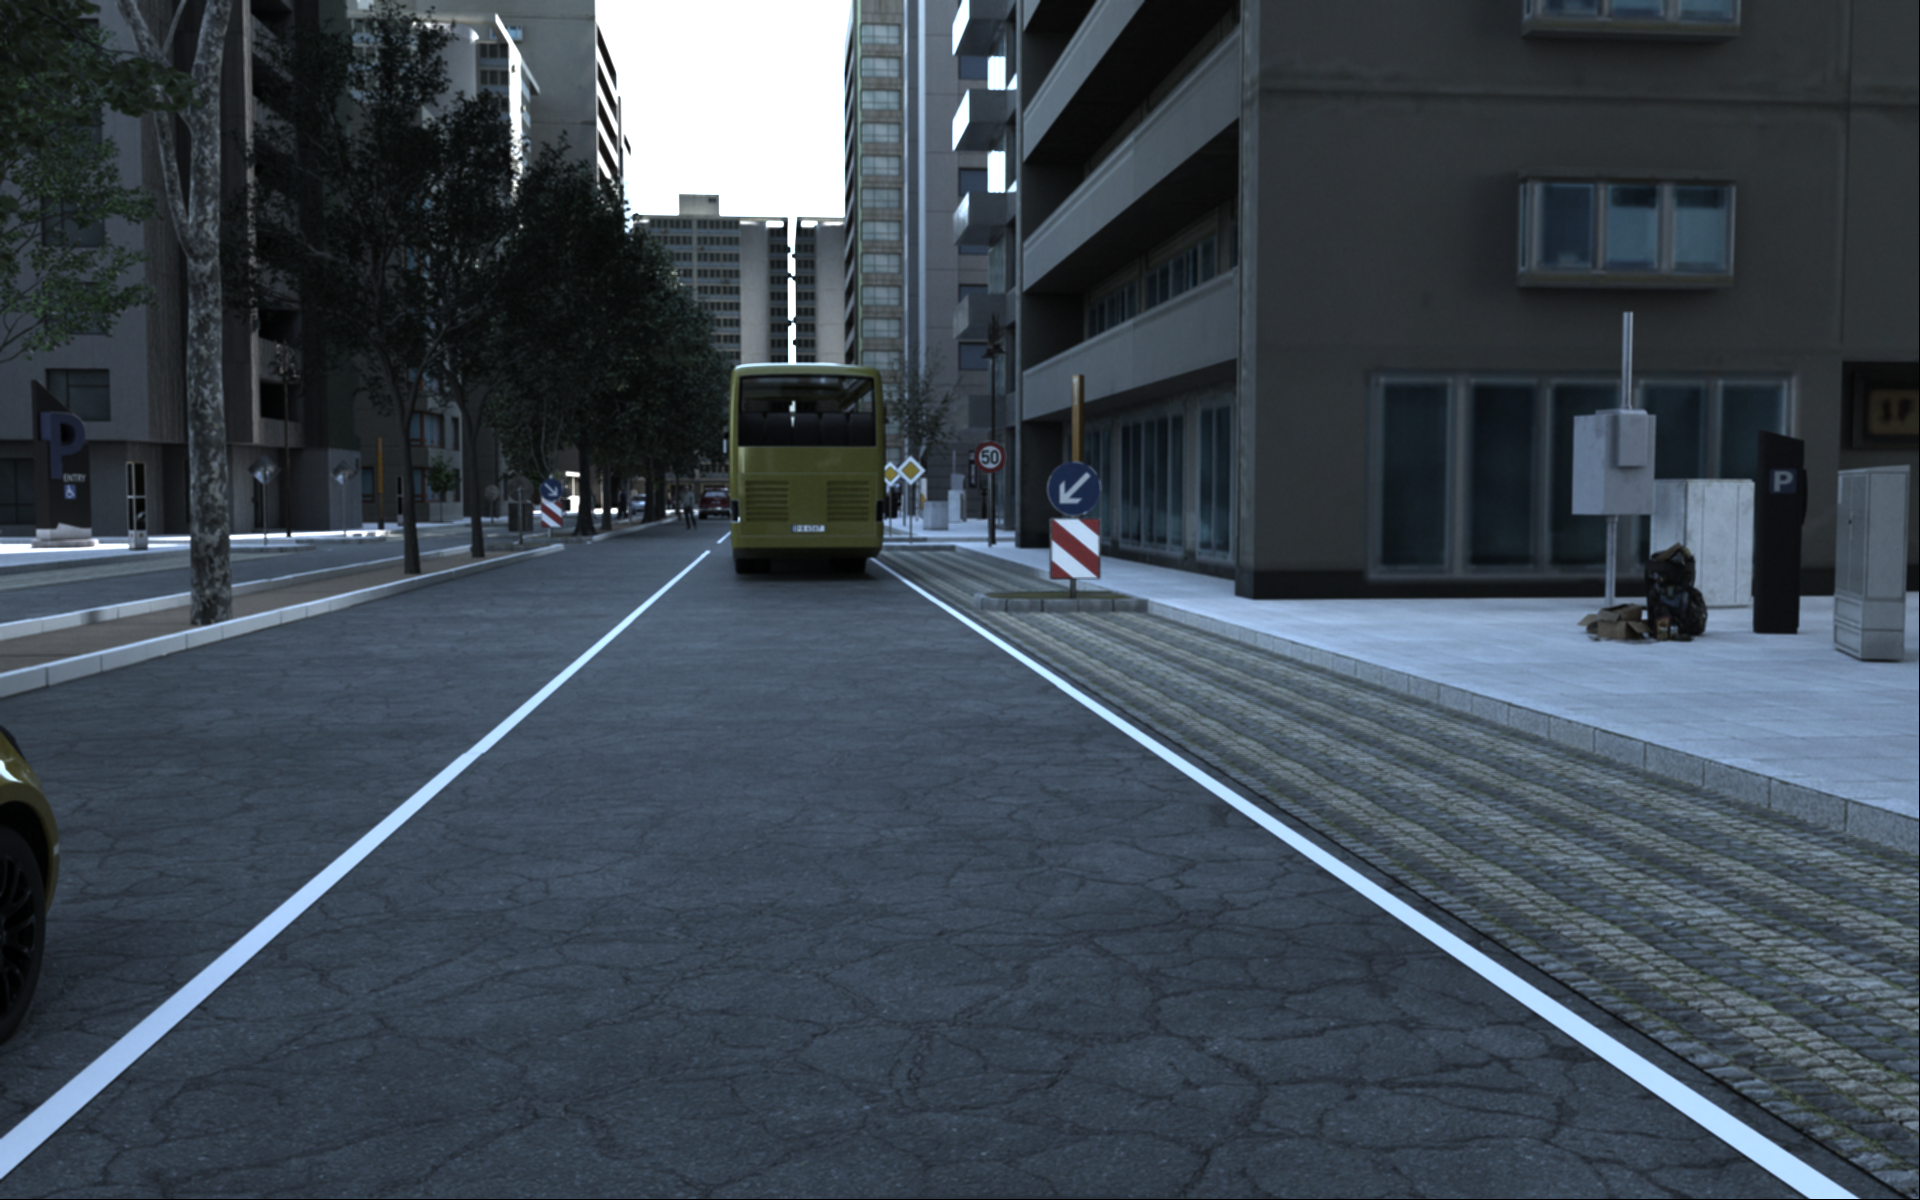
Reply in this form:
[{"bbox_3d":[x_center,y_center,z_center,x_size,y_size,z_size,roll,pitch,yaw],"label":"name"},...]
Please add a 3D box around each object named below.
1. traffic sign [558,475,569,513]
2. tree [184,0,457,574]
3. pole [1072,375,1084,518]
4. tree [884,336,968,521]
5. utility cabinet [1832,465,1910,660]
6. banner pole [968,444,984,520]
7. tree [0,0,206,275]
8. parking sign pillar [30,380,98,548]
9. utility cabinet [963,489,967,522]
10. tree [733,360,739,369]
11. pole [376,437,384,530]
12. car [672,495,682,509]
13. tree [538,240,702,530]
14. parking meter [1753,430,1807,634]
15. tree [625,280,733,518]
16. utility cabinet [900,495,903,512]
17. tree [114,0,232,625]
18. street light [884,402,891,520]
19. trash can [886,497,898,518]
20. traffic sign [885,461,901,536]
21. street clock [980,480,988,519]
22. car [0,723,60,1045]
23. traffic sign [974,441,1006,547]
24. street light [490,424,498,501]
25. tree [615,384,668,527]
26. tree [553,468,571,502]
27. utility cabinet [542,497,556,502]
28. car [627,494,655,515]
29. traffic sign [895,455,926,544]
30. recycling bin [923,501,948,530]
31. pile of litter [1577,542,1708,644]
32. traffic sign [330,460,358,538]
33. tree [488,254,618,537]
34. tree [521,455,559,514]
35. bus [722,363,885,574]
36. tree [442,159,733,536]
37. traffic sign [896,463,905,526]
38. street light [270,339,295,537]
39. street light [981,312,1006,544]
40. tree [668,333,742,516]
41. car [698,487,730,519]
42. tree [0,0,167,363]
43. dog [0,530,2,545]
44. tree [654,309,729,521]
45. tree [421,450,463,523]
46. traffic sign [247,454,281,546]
[{"bbox_3d":[-26.891,-7.171,117.351,0.768,2.556,0.104,0,4,2],"label":"traffic sign"},{"bbox_3d":[-9.799,-5.756,30.981,8.767,10.594,7.601,0,4,-6],"label":"tree"},{"bbox_3d":[2.022,-2.197,29.760,0.158,3.312,0.155,0,3,0],"label":"pole"},{"bbox_3d":[-1.824,-8.029,81.640,4.360,8.622,3.978,0,3,0],"label":"tree"},{"bbox_3d":[7.188,-0.308,13.712,0.318,1.500,1.173,1,4,17],"label":"utility cabinet"},{"bbox_3d":[0.789,-5.943,87.180,0.863,3.779,0.401,2,4,32],"label":"banner pole"},{"bbox_3d":[-7.852,-5.429,9.346,7.486,12.596,7.792,0,3,0],"label":"tree"},{"bbox_3d":[-21.516,-3.244,41.504,1.447,3.967,1.447,1,4,16],"label":"parking sign pillar"},{"bbox_3d":[-0.086,-4.364,80.036,0.318,1.500,1.173,-2,4,-25],"label":"utility cabinet"},{"bbox_3d":[-14.883,-9.986,82.739,9.611,12.733,9.660,0,3,0],"label":"tree"},{"bbox_3d":[-20.797,-4.177,62.131,0.158,3.312,0.155,0,3,0],"label":"pole"},{"bbox_3d":[-26.938,-9.508,168.040,1.945,1.354,3.894,0,4,-4],"label":"car"},{"bbox_3d":[-14.127,-9.048,68.512,7.486,12.596,7.792,0,3,0],"label":"tree"},{"bbox_3d":[7.556,-0.626,15.950,0.399,1.863,0.255,1,4,16],"label":"parking meter"},{"bbox_3d":[-17.766,-11.818,102.330,9.857,13.997,8.962,0,3,0],"label":"tree"},{"bbox_3d":[-3.792,-6.867,123.437,1.020,1.237,0.306,3,4,38],"label":"utility cabinet"},{"bbox_3d":[-9.516,-9.833,19.124,12.611,20.169,13.585,0,3,0],"label":"tree"},{"bbox_3d":[-3.736,-6.962,86.617,0.468,5.910,1.993,0,4,-6],"label":"street light"},{"bbox_3d":[-3.600,-4.883,91.485,0.748,1.137,0.748,0,3,0],"label":"trash can"},{"bbox_3d":[-2.117,-2.989,52.517,0.795,2.450,0.064,0,4,-6],"label":"traffic sign"},{"bbox_3d":[1.237,-5.129,88.433,0.471,2.002,0.358,-2,4,-24],"label":"street clock"},{"bbox_3d":[-3.209,0.429,3.214,2.015,1.641,3.980,0,4,-5],"label":"car"},{"bbox_3d":[0.727,-2.554,41.863,0.768,2.556,0.104,0,4,3],"label":"traffic sign"},{"bbox_3d":[-24.493,-7.262,91.515,0.468,5.910,1.993,0,4,-6],"label":"street light"},{"bbox_3d":[-14.370,-7.496,75.374,4.737,8.622,4.395,0,3,0],"label":"tree"},{"bbox_3d":[-28.407,-7.776,121.734,1.663,3.219,1.824,0,3,0],"label":"tree"},{"bbox_3d":[-27.825,-6.486,117.200,1.020,1.237,0.306,2,4,27],"label":"utility cabinet"},{"bbox_3d":[-21.964,-6.600,119.915,2.014,1.417,4.499,0,4,-5],"label":"car"},{"bbox_3d":[-1.269,-2.504,44.577,0.795,2.450,0.064,0,4,-6],"label":"traffic sign"},{"bbox_3d":[-0.873,-3.007,61.719,0.722,1.027,0.722,-1,4,-22],"label":"recycling bin"},{"bbox_3d":[6.120,-0.100,15.593,1.719,0.858,1.176,-3,5,-41],"label":"pile of litter"},{"bbox_3d":[-18.073,-2.887,50.840,0.795,2.450,0.064,0,4,-6],"label":"traffic sign"},{"bbox_3d":[-12.364,-6.074,52.131,4.360,8.622,3.978,0,3,0],"label":"tree"},{"bbox_3d":[-27.675,-7.867,112.342,4.285,4.588,4.351,0,3,0],"label":"tree"},{"bbox_3d":[-3.266,-2.605,34.144,2.896,3.916,12.252,0,4,-7],"label":"bus"},{"bbox_3d":[-12.855,-8.538,59.067,9.611,12.733,9.660,0,3,0],"label":"tree"},{"bbox_3d":[-2.239,-4.256,69.690,0.768,2.556,0.104,0,4,1],"label":"traffic sign"},{"bbox_3d":[-20.111,-4.827,51.717,0.468,5.910,1.993,0,4,-6],"label":"street light"},{"bbox_3d":[0.848,-4.365,44.154,0.468,5.910,1.993,0,4,-6],"label":"street light"},{"bbox_3d":[-18.645,-12.303,113.986,12.009,13.543,11.850,0,3,0],"label":"tree"},{"bbox_3d":[-13.947,-5.571,99.758,2.281,1.827,5.304,0,4,-5],"label":"car"},{"bbox_3d":[-19.176,-6.546,32.779,9.928,11.665,9.643,0,3,0],"label":"tree"},{"bbox_3d":[-24.690,-1.524,44.211,0.406,0.507,0.540,-2,4,-29],"label":"dog"},{"bbox_3d":[-16.139,-10.051,92.544,9.928,11.665,9.643,0,3,0],"label":"tree"},{"bbox_3d":[-22.980,-5.022,76.703,1.663,3.219,1.824,0,3,0],"label":"tree"},{"bbox_3d":[-17.225,-2.401,42.900,0.795,2.450,0.064,0,4,-6],"label":"traffic sign"}]
